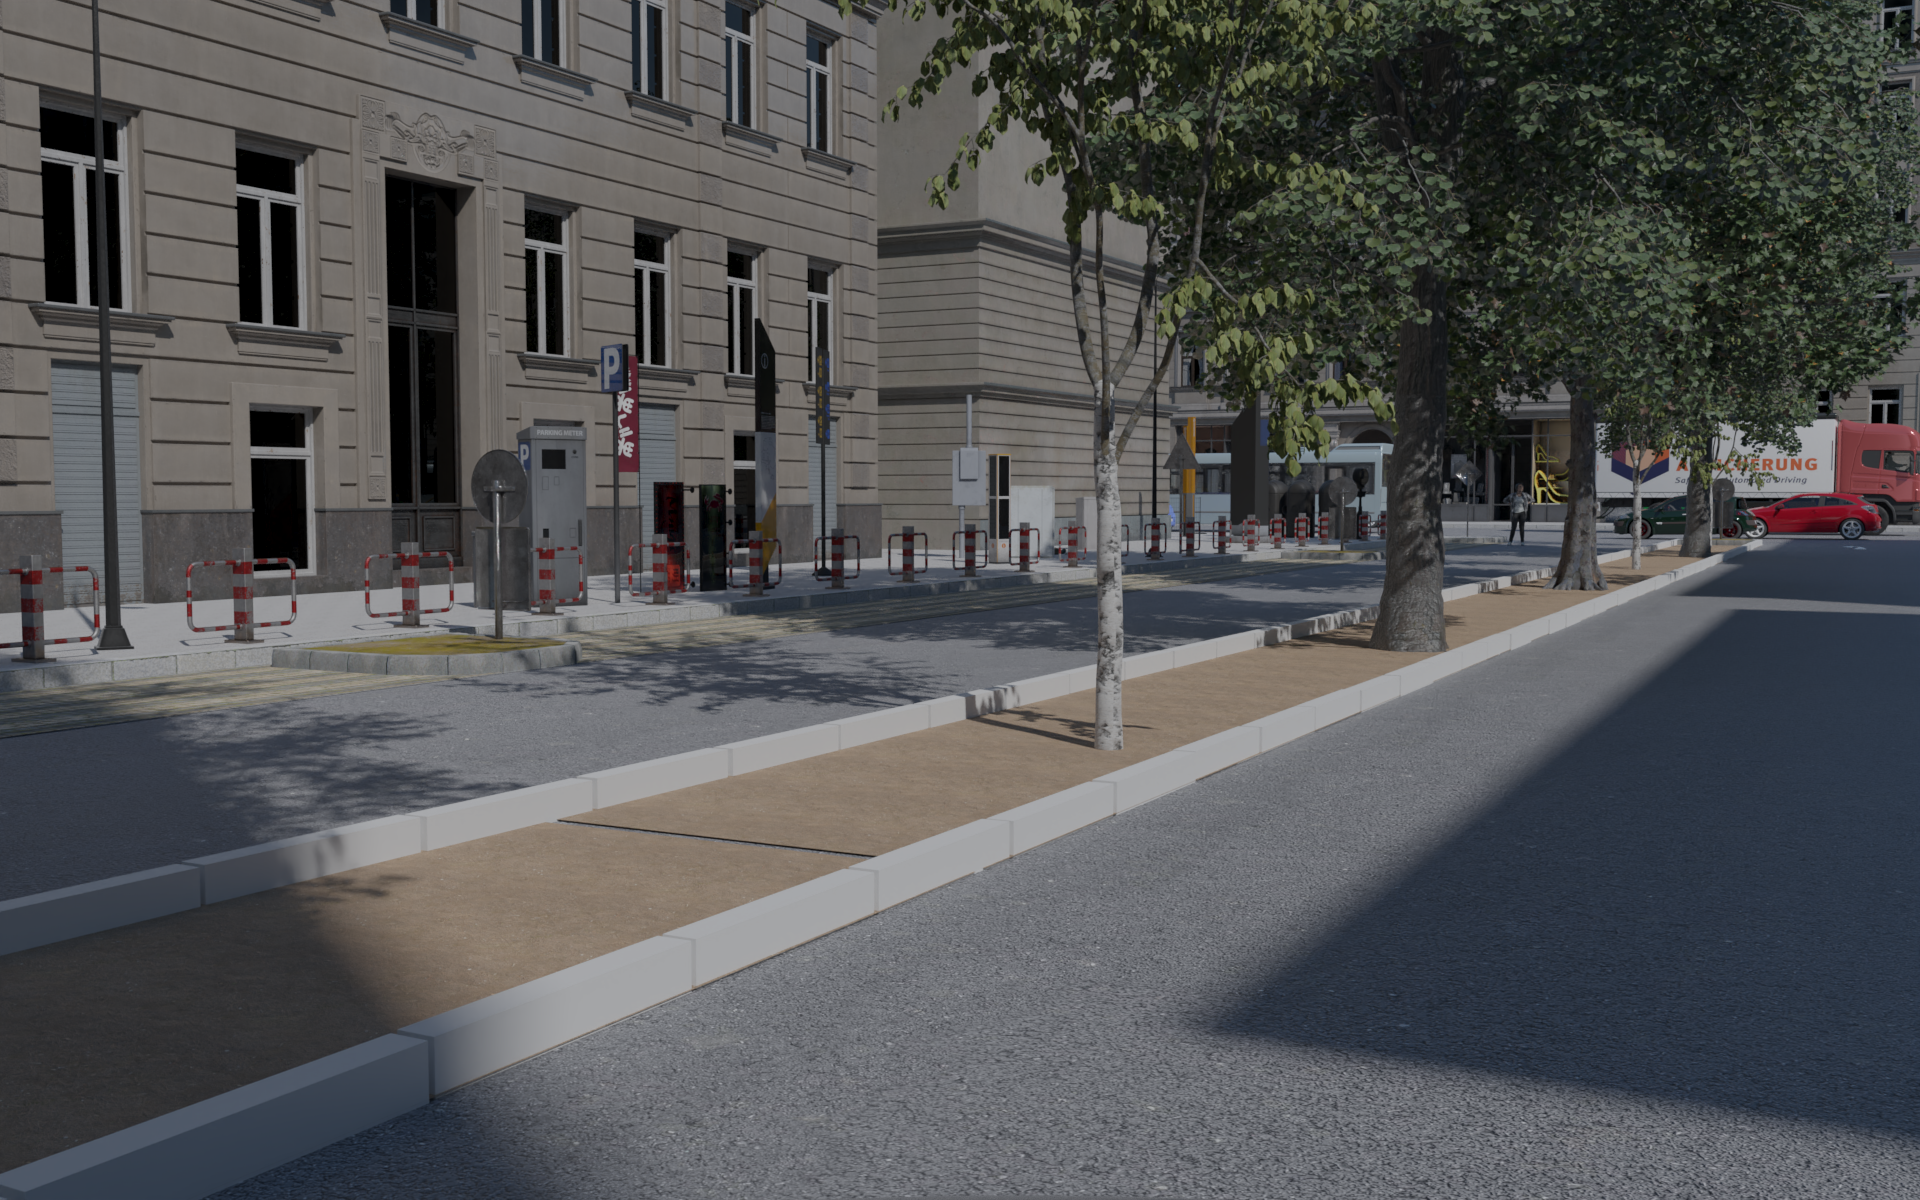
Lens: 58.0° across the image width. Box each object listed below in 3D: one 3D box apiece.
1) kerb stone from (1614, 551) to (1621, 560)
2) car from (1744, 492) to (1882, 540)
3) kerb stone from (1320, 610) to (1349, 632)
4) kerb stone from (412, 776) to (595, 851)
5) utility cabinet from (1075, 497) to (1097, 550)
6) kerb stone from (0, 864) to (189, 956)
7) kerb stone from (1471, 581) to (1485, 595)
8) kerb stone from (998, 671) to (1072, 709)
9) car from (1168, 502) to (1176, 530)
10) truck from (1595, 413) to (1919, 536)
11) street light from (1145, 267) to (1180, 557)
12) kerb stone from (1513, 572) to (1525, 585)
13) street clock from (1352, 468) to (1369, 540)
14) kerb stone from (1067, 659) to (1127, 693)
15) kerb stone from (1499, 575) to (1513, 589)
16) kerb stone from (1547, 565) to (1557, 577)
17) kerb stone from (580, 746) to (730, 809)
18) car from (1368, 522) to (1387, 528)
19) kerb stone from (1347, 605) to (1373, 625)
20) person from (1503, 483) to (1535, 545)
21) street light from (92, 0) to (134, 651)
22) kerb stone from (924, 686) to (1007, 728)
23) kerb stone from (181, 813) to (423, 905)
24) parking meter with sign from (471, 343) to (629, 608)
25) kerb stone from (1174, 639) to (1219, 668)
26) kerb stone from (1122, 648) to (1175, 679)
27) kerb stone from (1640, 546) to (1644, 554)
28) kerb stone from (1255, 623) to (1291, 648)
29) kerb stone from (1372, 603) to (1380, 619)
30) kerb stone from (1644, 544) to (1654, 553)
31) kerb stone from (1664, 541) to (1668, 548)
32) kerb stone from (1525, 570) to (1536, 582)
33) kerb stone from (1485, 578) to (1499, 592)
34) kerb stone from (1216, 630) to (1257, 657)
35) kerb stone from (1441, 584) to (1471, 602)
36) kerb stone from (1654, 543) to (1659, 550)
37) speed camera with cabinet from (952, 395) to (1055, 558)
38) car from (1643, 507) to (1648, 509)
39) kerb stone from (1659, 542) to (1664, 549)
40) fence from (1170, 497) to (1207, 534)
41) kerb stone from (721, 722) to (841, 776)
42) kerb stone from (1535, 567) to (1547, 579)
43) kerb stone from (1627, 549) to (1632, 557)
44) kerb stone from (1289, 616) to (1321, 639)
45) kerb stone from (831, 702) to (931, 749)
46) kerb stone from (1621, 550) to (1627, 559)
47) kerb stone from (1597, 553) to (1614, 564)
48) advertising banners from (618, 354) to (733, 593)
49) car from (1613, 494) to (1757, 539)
[{"bbox_3d":[14.042,-0.923,37.294,0.120,0.150,1.000,2,4,28],"label":"kerb stone"},{"bbox_3d":[26.865,-2.826,55.249,4.494,1.783,2.155,2,4,29],"label":"car"},{"bbox_3d":[3.877,0.241,18.262,0.120,0.150,1.000,2,4,28],"label":"kerb stone"},{"bbox_3d":[-1.940,0.909,7.369,0.120,0.150,1.000,2,4,28],"label":"kerb stone"},{"bbox_3d":[3.137,-1.769,40.080,1.020,1.237,0.306,-3,4,-38],"label":"utility cabinet"},{"bbox_3d":[-2.906,1.020,5.555,0.120,0.150,1.000,2,4,28],"label":"kerb stone"},{"bbox_3d":[7.258,-0.143,24.607,0.120,0.150,1.000,2,4,28],"label":"kerb stone"},{"bbox_3d":[0.490,0.629,11.915,0.120,0.150,1.000,2,4,28],"label":"kerb stone"},{"bbox_3d":[5.873,-3.226,62.334,3.694,1.707,1.945,2,4,30],"label":"car"},{"bbox_3d":[28.717,-4.458,61.795,11.283,4.237,2.839,2,4,28],"label":"truck"},{"bbox_3d":[4.417,-3.805,34.761,1.470,5.913,1.316,2,4,28],"label":"street light"},{"bbox_3d":[8.714,-0.310,27.320,0.120,0.150,1.000,2,4,28],"label":"kerb stone"},{"bbox_3d":[11.252,-2.698,48.678,0.471,2.002,0.358,-3,5,-42],"label":"street clock"},{"bbox_3d":[0.968,0.573,12.822,0.120,0.150,1.000,2,4,28],"label":"kerb stone"},{"bbox_3d":[8.236,-0.258,26.413,0.120,0.150,1.000,2,4,28],"label":"kerb stone"},{"bbox_3d":[10.172,-0.480,30.047,0.120,0.150,1.000,2,4,28],"label":"kerb stone"},{"bbox_3d":[-1.454,0.851,8.288,0.120,0.150,1.000,2,4,28],"label":"kerb stone"},{"bbox_3d":[16.422,-4.034,74.636,5.304,1.827,2.281,2,4,28],"label":"car"},{"bbox_3d":[4.355,0.185,19.168,0.120,0.150,1.000,2,4,28],"label":"kerb stone"},{"bbox_3d":[15.592,-2.392,48.336,0.841,1.734,0.376,1,4,20],"label":"person"},{"bbox_3d":[-6.545,-2.532,13.932,1.470,5.913,1.316,2,4,28],"label":"street light"},{"bbox_3d":[0.005,0.684,11.010,0.120,0.150,1.000,2,4,28],"label":"kerb stone"},{"bbox_3d":[-2.430,0.962,6.463,0.120,0.150,1.000,2,4,28],"label":"kerb stone"},{"bbox_3d":[-4.686,-1.440,19.811,1.738,3.016,0.543,-3,4,-38],"label":"parking meter with sign"},{"bbox_3d":[1.938,0.463,14.632,0.120,0.150,1.000,2,4,28],"label":"kerb stone"},{"bbox_3d":[1.449,0.518,13.727,0.120,0.150,1.000,2,4,28],"label":"kerb stone"},{"bbox_3d":[15.967,-1.146,40.925,0.120,0.150,1.000,2,4,28],"label":"kerb stone"},{"bbox_3d":[2.908,0.351,16.450,0.120,0.150,1.000,2,4,28],"label":"kerb stone"},{"bbox_3d":[4.839,0.130,20.078,0.120,0.150,1.000,2,4,28],"label":"kerb stone"},{"bbox_3d":[16.936,-1.250,42.736,0.120,0.150,1.000,2,4,28],"label":"kerb stone"},{"bbox_3d":[18.391,-1.420,45.453,0.120,0.150,1.000,2,4,28],"label":"kerb stone"},{"bbox_3d":[9.194,-0.369,28.235,0.120,0.150,1.000,2,4,28],"label":"kerb stone"},{"bbox_3d":[7.746,-0.196,25.509,0.120,0.150,1.000,2,4,28],"label":"kerb stone"},{"bbox_3d":[2.420,0.407,15.536,0.120,0.150,1.000,2,4,28],"label":"kerb stone"},{"bbox_3d":[6.786,-0.089,23.697,0.120,0.150,1.000,2,4,28],"label":"kerb stone"},{"bbox_3d":[17.426,-1.311,43.644,0.120,0.150,1.000,2,4,28],"label":"kerb stone"},{"bbox_3d":[0.866,-2.476,34.815,2.038,3.252,0.660,0,4,-1],"label":"speed camera with cabinet"},{"bbox_3d":[28.832,-3.559,66.979,4.718,1.807,1.959,2,4,30],"label":"car"},{"bbox_3d":[17.910,-1.364,44.548,0.120,0.150,1.000,2,4,28],"label":"kerb stone"},{"bbox_3d":[6.890,-2.686,55.124,2.264,1.192,0.480,-3,4,-37],"label":"fence"},{"bbox_3d":[-0.963,0.796,9.202,0.120,0.150,1.000,2,4,28],"label":"kerb stone"},{"bbox_3d":[9.679,-0.425,29.148,0.120,0.150,1.000,2,4,28],"label":"kerb stone"},{"bbox_3d":[15.009,-1.031,39.102,0.120,0.150,1.000,2,4,28],"label":"kerb stone"},{"bbox_3d":[3.389,0.296,17.356,0.120,0.150,1.000,2,4,28],"label":"kerb stone"},{"bbox_3d":[-0.481,0.739,10.107,0.120,0.150,1.000,2,4,28],"label":"kerb stone"},{"bbox_3d":[14.522,-0.970,38.200,0.120,0.150,1.000,2,4,28],"label":"kerb stone"},{"bbox_3d":[13.550,-0.868,36.389,0.120,0.150,1.000,2,4,28],"label":"kerb stone"},{"bbox_3d":[-3.726,-1.597,22.291,0.090,3.025,2.074,3,5,40],"label":"advertising banners"},{"bbox_3d":[22.903,-2.750,54.756,4.222,1.686,2.009,2,4,27],"label":"car"}]
